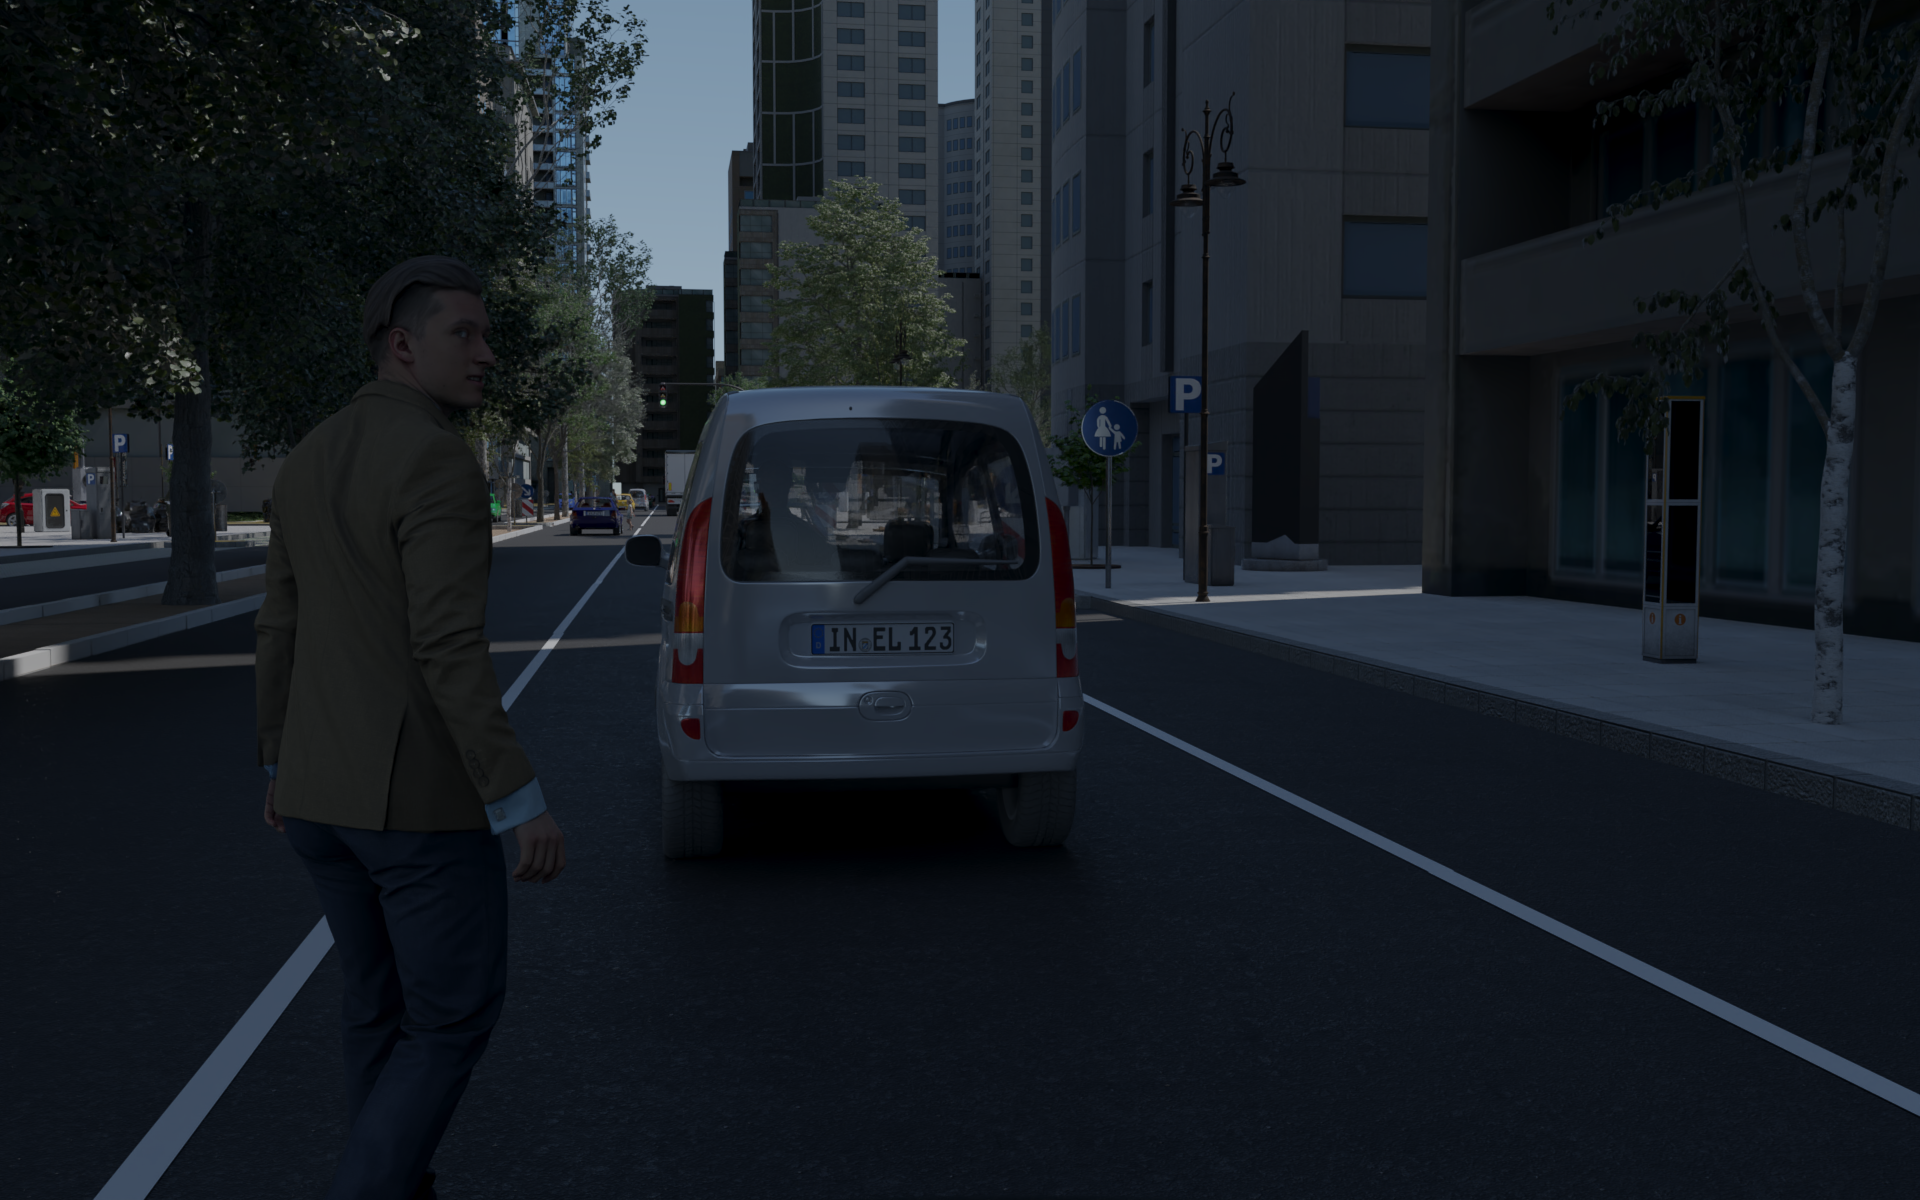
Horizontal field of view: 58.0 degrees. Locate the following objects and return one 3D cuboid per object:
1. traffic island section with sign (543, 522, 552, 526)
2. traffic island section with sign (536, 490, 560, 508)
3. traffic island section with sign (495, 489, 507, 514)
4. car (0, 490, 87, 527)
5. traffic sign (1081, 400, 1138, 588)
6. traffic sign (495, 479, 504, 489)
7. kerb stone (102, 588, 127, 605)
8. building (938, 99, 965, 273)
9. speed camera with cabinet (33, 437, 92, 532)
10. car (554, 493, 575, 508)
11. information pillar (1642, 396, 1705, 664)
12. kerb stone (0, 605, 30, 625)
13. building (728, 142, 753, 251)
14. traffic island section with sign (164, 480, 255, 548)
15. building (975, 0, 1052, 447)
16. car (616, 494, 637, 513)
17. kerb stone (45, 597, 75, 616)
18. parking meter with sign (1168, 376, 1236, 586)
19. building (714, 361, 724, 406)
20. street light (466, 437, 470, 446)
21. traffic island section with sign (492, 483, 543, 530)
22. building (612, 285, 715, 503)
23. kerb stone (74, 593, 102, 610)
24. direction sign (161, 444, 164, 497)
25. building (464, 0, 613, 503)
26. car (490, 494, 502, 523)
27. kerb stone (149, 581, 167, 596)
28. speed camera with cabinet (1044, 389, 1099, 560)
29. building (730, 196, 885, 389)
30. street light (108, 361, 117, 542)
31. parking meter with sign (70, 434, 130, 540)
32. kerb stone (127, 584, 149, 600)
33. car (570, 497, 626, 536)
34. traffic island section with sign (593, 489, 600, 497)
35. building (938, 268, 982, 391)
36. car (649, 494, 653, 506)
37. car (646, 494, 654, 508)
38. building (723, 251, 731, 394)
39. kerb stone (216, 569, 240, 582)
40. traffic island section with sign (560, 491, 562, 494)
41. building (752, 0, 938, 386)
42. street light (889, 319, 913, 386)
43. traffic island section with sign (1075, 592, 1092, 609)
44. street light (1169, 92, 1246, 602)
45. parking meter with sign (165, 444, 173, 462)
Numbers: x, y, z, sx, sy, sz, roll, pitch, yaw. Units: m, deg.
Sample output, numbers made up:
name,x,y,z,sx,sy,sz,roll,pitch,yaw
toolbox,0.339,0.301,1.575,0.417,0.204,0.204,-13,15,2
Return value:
name,x,y,z,sx,sy,sz,roll,pitch,yaw
traffic island section with sign,-19.348,-4.243,77.508,2.006,1.907,1.989,-1,4,-10
traffic island section with sign,-42.293,-10.310,177.188,1.989,1.847,2.006,-1,4,-10
traffic island section with sign,-33.920,-7.284,127.715,1.989,1.847,2.006,-1,4,-10
car,-36.459,-3.744,70.255,4.494,1.783,2.155,-1,4,-8
traffic sign,2.018,-1.430,23.492,0.768,2.556,0.104,0,4,-3
traffic sign,-39.389,-9.047,148.023,0.768,2.556,0.104,0,4,-2
kerb stone,-11.110,-0.023,22.582,0.120,0.150,1.000,-1,4,-10
building,8.854,-43.557,254.150,28.212,58.520,21.231,-1,4,-10
speed camera with cabinet,-30.379,-3.948,58.884,0.660,3.252,2.038,2,4,35
car,-36.710,-9.265,161.078,1.945,1.707,3.694,-1,4,-11
information pillar,5.418,-0.531,13.167,0.304,2.012,0.304,0,4,-6
kerb stone,-10.606,0.162,19.556,0.120,0.150,1.000,-1,4,-10
building,-22.304,-34.942,221.414,14.600,45.320,14.200,-1,4,-10
traffic island section with sign,-20.226,-2.336,46.821,1.989,1.847,2.006,-1,4,-10
building,12.276,-48.095,224.598,20.611,71.187,20.563,-1,4,-10
car,-26.251,-7.637,135.089,2.015,1.641,3.980,-1,4,-9
kerb stone,-10.770,0.104,20.567,0.120,0.150,1.000,-1,4,-10
parking meter with sign,3.509,-1.748,24.838,0.543,3.016,1.738,-1,4,-11
building,-21.212,-25.027,254.226,28.899,21.520,27.650,-1,4,-10
street light,-36.494,-9.529,128.584,0.468,5.910,1.993,-1,4,-10
traffic island section with sign,-18.120,-3.796,70.203,2.006,1.907,1.989,-1,4,-10
building,-41.566,-28.829,243.050,14.107,30.474,14.160,-1,4,-10
kerb stone,-10.947,0.038,21.573,0.120,0.150,1.000,-1,4,-10
direction sign,-36.094,-5.285,78.403,0.379,3.537,0.876,-1,4,-22
building,-64.876,-56.830,241.846,31.000,86.520,22.319,-1,4,-10
car,-24.324,-4.847,88.046,1.959,1.807,4.718,-1,4,-11
kerb stone,-11.462,-0.147,24.604,0.120,0.150,1.000,-1,4,-10
speed camera with cabinet,2.133,-2.393,33.457,0.660,3.252,2.038,1,4,20
building,-15.107,-24.516,172.536,14.160,30.474,14.107,-1,4,-10
street light,-22.542,-4.475,45.953,0.468,5.910,1.993,-1,4,-10
parking meter with sign,-24.489,-3.243,49.285,0.543,3.016,1.738,1,4,19
kerb stone,-11.290,-0.083,23.595,0.120,0.150,1.000,-1,4,-10
car,-12.815,-2.971,61.152,1.945,1.354,3.894,-1,4,-9
traffic island section with sign,-31.906,-8.774,151.594,2.006,1.907,1.989,-1,4,-10
building,-5.215,-27.735,225.168,14.107,30.474,14.160,-1,4,-10
car,-39.029,-12.643,215.506,1.959,1.807,4.718,0,4,-8
car,-32.668,-10.209,178.721,2.131,1.459,4.920,-1,4,-9
building,-21.287,-26.666,207.685,14.160,30.474,14.107,-1,4,-10
kerb stone,-12.142,-0.395,28.657,0.120,0.150,1.000,-1,4,-10
traffic island section with sign,-46.927,-11.979,204.490,1.989,1.847,2.006,-1,4,-10
building,-14.062,-45.952,189.568,20.563,71.187,20.611,-1,4,-10
street light,-1.568,-4.479,46.018,0.468,5.910,1.993,-1,4,-10
traffic island section with sign,0.518,-0.844,22.435,1.989,1.847,2.006,-1,4,-10
street light,2.895,-2.916,20.472,0.468,5.910,1.993,-1,4,-10
parking meter with sign,-26.881,-3.949,60.830,1.738,3.016,0.543,0,4,-6
